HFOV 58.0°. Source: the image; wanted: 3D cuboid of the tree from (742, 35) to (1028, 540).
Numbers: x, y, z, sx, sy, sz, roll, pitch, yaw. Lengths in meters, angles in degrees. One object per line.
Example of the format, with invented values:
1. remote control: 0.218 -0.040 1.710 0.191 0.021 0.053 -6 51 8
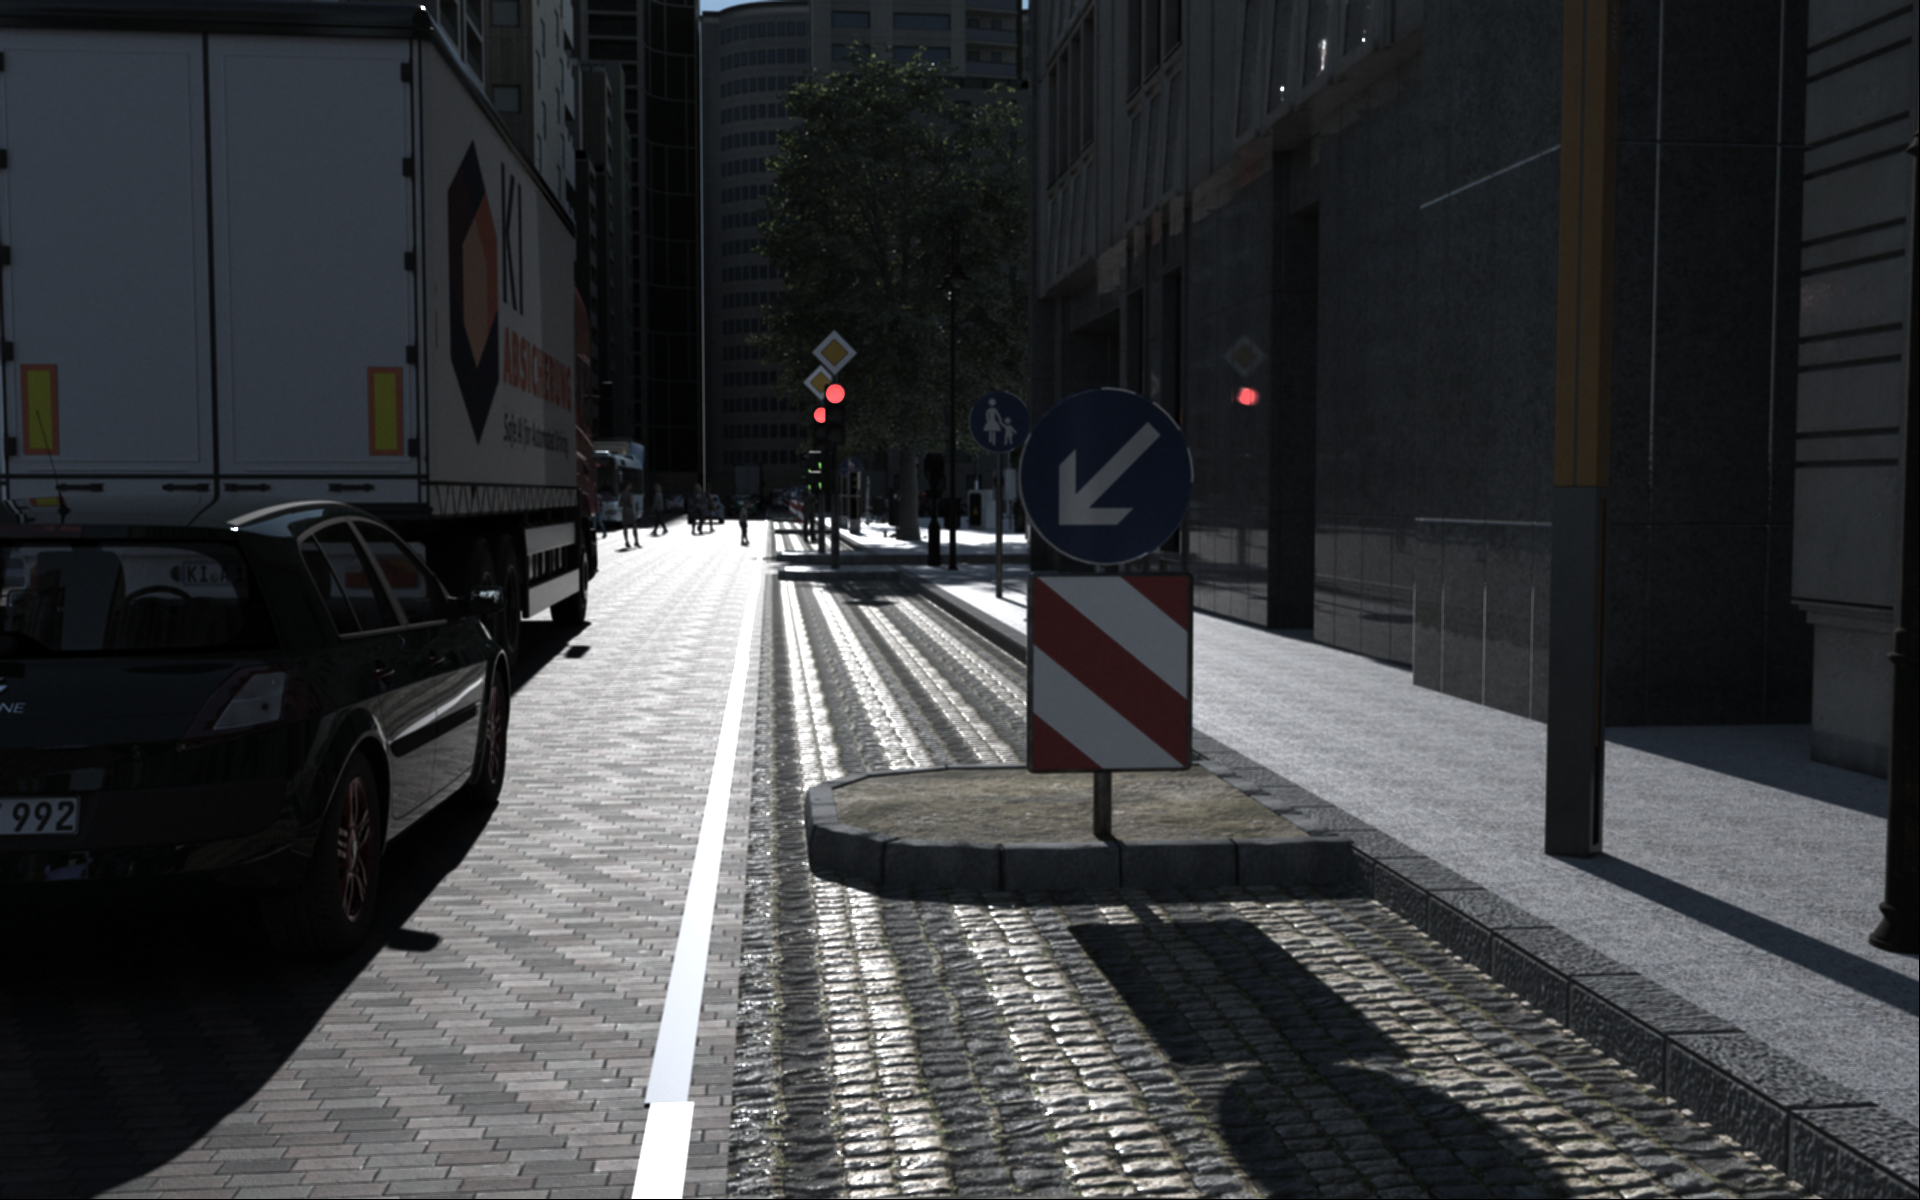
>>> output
1. tree: -1.490 -8.646 48.020 9.857 13.997 8.962 0 3 0

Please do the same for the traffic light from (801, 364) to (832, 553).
1. traffic light: -3.031 -2.979 37.625 0.839 4.253 0.868 0 4 -6

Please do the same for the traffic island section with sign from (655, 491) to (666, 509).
1. traffic island section with sign: -28.758 -9.597 165.534 1.989 1.847 2.006 0 4 -6

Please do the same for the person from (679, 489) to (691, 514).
1. person: -19.963 -7.191 126.089 1.348 1.823 0.705 3 5 39

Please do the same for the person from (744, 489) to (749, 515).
1. person: -14.722 -6.704 118.554 0.568 1.767 0.683 0 4 -8

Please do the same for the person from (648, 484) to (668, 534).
1. person: -10.699 -3.218 61.304 0.728 1.800 0.709 1 4 11

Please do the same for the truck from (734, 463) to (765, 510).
1. truck: -19.707 -10.571 161.757 2.839 4.237 11.283 0 4 -5

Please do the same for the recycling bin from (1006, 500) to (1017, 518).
1. recycling bin: 2.868 -5.017 94.580 0.722 1.027 0.722 0 4 -2

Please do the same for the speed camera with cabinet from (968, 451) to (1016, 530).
1. speed camera with cabinet: 1.139 -4.176 62.606 0.660 3.252 2.038 -3 5 -41

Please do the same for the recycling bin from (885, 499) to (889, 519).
1. recycling bin: -3.416 -4.751 90.232 0.722 1.027 0.722 3 5 43

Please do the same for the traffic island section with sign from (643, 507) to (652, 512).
1. traffic island section with sign: -25.778 -7.928 138.251 1.989 1.847 2.006 0 4 -6

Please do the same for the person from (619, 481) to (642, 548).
1. person: -8.777 -2.279 46.097 0.599 1.781 0.374 3 4 36

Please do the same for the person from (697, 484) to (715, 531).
1. person: -9.607 -3.506 65.913 0.778 1.811 0.616 -3 5 -40

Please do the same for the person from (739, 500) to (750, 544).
1. person: -6.179 -2.234 49.714 0.352 1.250 0.332 1 4 19

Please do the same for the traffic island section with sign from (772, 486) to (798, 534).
1. traffic island section with sign: -5.695 -3.296 62.514 1.989 1.847 2.006 0 4 -6

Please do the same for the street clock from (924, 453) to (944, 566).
1. street clock: -0.459 -1.607 30.853 0.358 2.002 0.471 -1 4 -20

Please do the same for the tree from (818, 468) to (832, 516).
1. tree: -7.837 -6.510 101.036 1.663 3.219 1.824 0 3 0

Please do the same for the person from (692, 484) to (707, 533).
1. person: -9.535 -3.341 63.303 0.537 1.800 0.526 0 4 4

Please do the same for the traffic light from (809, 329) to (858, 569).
1. traffic light: -2.163 -2.493 29.687 0.839 4.253 0.868 0 4 -6

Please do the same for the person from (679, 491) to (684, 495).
1. person: -24.822 -8.879 154.336 0.551 1.740 0.621 -3 4 -36

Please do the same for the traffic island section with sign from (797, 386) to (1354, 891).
1. traffic island section with sign: 0.357 0.089 7.178 1.989 1.847 2.006 0 4 -6

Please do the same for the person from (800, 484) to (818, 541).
1. person: -4.548 -2.727 52.890 0.447 1.846 0.655 3 5 40

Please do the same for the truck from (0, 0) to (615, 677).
1. truck: -4.885 -1.619 15.390 2.839 4.237 11.283 0 4 -7

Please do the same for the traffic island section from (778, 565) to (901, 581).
1. traffic island section: -2.122 -0.460 29.805 2.009 0.180 2.903 0 4 -6

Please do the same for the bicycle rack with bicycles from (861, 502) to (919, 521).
1. bicycle rack with bicycles: -3.451 -4.265 83.108 2.852 0.926 2.925 -2 4 -35

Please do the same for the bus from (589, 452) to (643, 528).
1. bus: -15.608 -4.912 75.168 2.948 3.499 13.247 0 4 -6

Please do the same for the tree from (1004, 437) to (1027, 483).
1. tree: 3.530 -5.366 71.443 4.285 4.588 4.351 0 3 0

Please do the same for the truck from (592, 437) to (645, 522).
1. truck: -17.593 -6.028 87.477 2.839 4.237 11.283 0 4 -6

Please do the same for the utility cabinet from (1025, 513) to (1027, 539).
1. utility cabinet: 2.368 -2.444 48.638 1.173 1.500 0.318 -3 4 -38

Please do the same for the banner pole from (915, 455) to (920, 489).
1. banner pole: -2.679 -6.563 97.328 0.863 3.779 0.401 -1 4 -12

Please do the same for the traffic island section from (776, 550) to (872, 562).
1. traffic island section: -2.990 -0.946 37.743 2.009 0.180 2.903 0 4 -6

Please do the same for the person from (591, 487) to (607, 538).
1. person: -11.880 -2.887 56.547 0.643 1.720 0.563 3 5 41

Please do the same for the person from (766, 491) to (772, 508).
1. person: -18.652 -9.914 171.420 1.217 1.723 0.721 0 4 -2

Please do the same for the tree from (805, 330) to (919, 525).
1. tree: -3.777 -7.429 71.829 4.737 8.622 4.395 0 3 0
